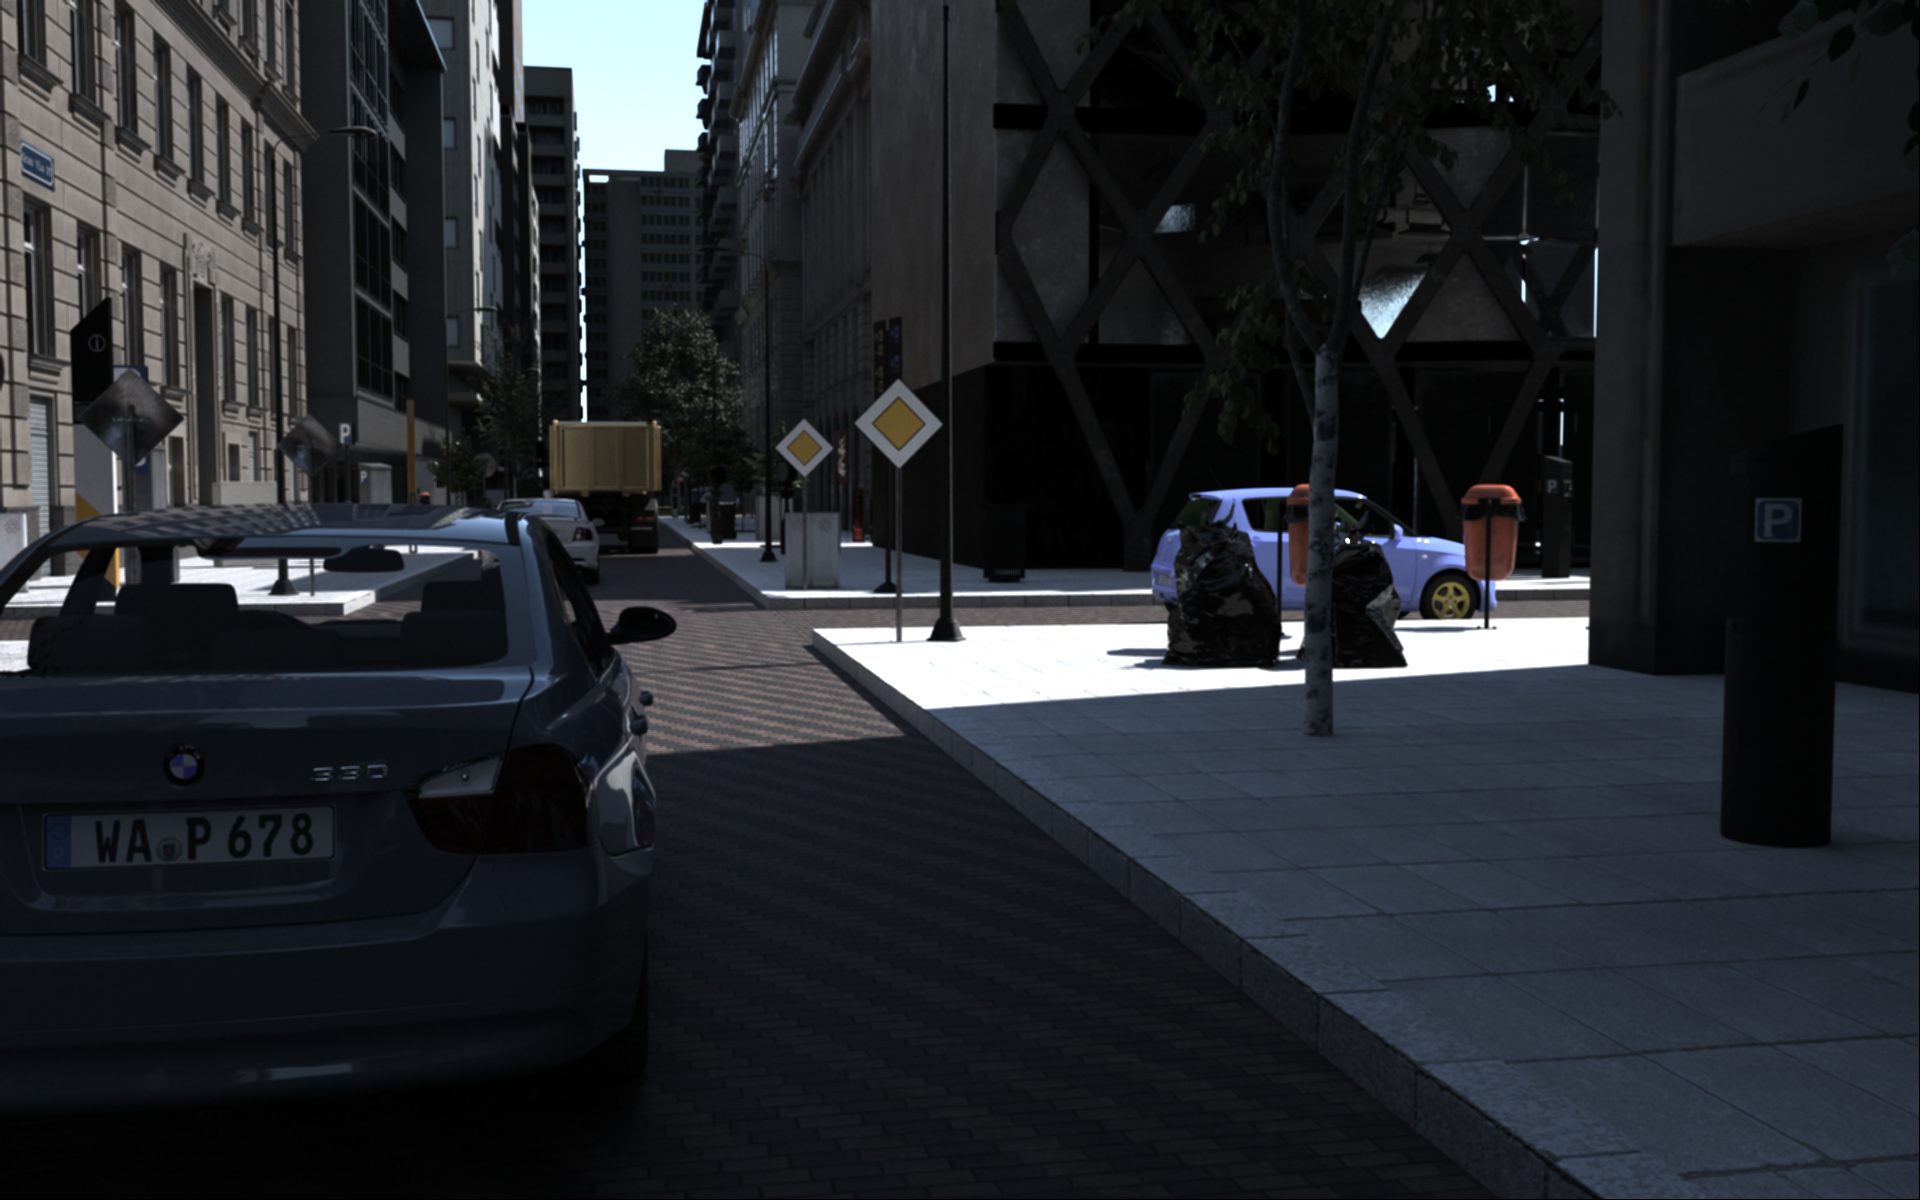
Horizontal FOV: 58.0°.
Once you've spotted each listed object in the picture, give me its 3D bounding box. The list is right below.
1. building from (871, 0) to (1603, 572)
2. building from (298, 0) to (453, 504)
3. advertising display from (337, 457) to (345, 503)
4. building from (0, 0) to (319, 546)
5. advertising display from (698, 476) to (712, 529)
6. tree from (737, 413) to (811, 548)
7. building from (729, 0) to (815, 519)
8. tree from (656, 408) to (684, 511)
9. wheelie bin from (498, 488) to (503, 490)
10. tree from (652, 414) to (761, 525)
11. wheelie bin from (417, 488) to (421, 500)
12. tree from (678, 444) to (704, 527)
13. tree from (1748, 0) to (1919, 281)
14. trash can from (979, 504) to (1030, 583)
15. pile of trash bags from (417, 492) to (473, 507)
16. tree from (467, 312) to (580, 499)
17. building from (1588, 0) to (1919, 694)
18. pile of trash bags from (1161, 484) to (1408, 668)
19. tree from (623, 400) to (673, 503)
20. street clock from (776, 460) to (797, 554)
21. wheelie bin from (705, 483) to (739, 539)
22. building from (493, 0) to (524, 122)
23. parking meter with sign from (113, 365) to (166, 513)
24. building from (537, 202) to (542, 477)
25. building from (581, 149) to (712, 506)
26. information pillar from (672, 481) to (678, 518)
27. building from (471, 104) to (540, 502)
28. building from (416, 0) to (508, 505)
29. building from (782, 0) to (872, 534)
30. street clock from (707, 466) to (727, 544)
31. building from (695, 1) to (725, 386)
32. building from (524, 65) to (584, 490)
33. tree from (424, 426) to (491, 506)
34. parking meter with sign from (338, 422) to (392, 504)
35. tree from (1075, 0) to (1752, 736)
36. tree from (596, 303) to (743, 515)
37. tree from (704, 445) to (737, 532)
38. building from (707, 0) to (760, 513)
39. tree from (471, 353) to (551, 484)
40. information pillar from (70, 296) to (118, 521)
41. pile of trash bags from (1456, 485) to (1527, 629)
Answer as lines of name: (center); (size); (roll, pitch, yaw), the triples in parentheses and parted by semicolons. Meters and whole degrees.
building: (7.634, -10.278, 35.492); (16.811, 18.784, 16.820); (-1, 4, -11)
building: (-27.145, -14.865, 62.116); (14.314, 24.678, 30.058); (-1, 4, -11)
advertising display: (-10.961, -1.559, 30.708); (0.123, 1.923, 0.974); (-1, 4, -19)
building: (-21.297, -14.509, 34.486); (12.463, 27.353, 25.104); (-1, 4, -11)
advertising display: (-9.037, -3.525, 62.841); (0.974, 1.923, 0.123); (1, 4, 15)
tree: (-4.263, -2.876, 41.623); (1.663, 3.219, 1.824); (0, 3, 0)
building: (-4.424, -17.663, 86.055); (12.463, 27.353, 25.104); (-1, 4, -11)
tree: (-21.495, -10.887, 128.366); (4.360, 8.622, 3.978); (0, 3, 0)
wheelie bin: (-23.684, -4.971, 89.180); (0.693, 1.594, 0.980); (0, 4, 3)
tree: (-9.818, -5.351, 71.199); (4.285, 4.588, 4.351); (0, 3, 0)
wheelie bin: (-29.199, -5.184, 92.672); (0.980, 1.594, 0.693); (1, 4, 14)
tree: (-10.053, -4.422, 66.903); (1.663, 3.219, 1.824); (0, 3, 0)
tree: (3.193, -1.200, 3.329); (4.285, 4.588, 4.351); (0, 3, 0)
trash can: (0.646, -0.832, 25.256); (0.748, 1.137, 0.748); (0, 3, 0)
pile of trash bags: (-26.093, -4.755, 87.492); (1.912, 1.369, 3.447); (1, 4, 23)
tree: (-18.011, -7.367, 70.807); (4.360, 8.622, 3.978); (0, 3, 0)
building: (17.188, -23.218, 3.312); (21.300, 48.544, 21.600); (-1, 4, -11)
pile of trash bags: (2.752, -0.279, 14.312); (1.912, 1.369, 3.447); (1, 4, 16)
tree: (-27.610, -13.521, 155.483); (7.601, 10.594, 8.767); (-1, 4, -19)
street clock: (-3.685, -1.974, 36.851); (0.358, 2.002, 0.471); (-3, 5, -39)
wheelie bin: (-6.777, -2.525, 49.186); (0.980, 1.594, 0.693); (-2, 4, -28)
building: (-42.835, -30.030, 141.105); (14.600, 45.320, 14.200); (-1, 4, -11)
parking meter with sign: (-11.423, -1.715, 24.306); (0.543, 3.016, 1.738); (-1, 4, -10)
building: (-45.594, -23.639, 158.198); (14.107, 30.474, 14.160); (-1, 4, -11)
building: (-30.920, -30.959, 198.056); (23.993, 40.220, 32.217); (-1, 4, -11)
information pillar: (-15.540, -5.502, 94.451); (0.304, 2.012, 0.304); (-1, 4, -10)
building: (-38.976, -21.771, 127.661); (14.160, 30.474, 14.107); (-1, 4, -11)
building: (-42.493, -31.552, 105.113); (28.713, 52.752, 27.495); (-1, 4, -11)
building: (1.347, -13.489, 62.346); (13.314, 21.916, 24.055); (-1, 4, -11)
street clock: (-6.220, -2.432, 44.340); (0.471, 2.002, 0.358); (-2, 4, -31)
building: (-12.368, -30.706, 156.667); (22.147, 44.769, 28.867); (-1, 4, -11)
building: (-52.157, -34.487, 187.569); (21.600, 48.544, 21.300); (-1, 4, -11)
tree: (-14.109, -3.353, 49.420); (1.663, 3.219, 1.824); (0, 3, 0)
parking meter with sign: (-14.409, -2.844, 42.765); (0.543, 3.016, 1.738); (2, 4, 34)
tree: (2.107, -3.594, 9.122); (4.737, 8.622, 4.395); (0, 3, 0)
tree: (-16.974, -11.433, 103.945); (9.611, 12.733, 9.660); (0, 3, 0)
tree: (-7.446, -3.923, 58.739); (1.663, 3.219, 1.824); (0, 3, 0)
building: (-6.917, -31.049, 127.255); (23.786, 49.044, 30.456); (-1, 4, -11)
tree: (-22.859, -8.508, 89.462); (4.737, 8.622, 4.395); (0, 3, 0)
information pillar: (-10.285, -1.790, 20.617); (0.504, 3.616, 0.183); (0, 4, 2)
pile of trash bags: (6.413, -0.393, 16.176); (3.447, 1.369, 1.912); (1, 4, 21)
